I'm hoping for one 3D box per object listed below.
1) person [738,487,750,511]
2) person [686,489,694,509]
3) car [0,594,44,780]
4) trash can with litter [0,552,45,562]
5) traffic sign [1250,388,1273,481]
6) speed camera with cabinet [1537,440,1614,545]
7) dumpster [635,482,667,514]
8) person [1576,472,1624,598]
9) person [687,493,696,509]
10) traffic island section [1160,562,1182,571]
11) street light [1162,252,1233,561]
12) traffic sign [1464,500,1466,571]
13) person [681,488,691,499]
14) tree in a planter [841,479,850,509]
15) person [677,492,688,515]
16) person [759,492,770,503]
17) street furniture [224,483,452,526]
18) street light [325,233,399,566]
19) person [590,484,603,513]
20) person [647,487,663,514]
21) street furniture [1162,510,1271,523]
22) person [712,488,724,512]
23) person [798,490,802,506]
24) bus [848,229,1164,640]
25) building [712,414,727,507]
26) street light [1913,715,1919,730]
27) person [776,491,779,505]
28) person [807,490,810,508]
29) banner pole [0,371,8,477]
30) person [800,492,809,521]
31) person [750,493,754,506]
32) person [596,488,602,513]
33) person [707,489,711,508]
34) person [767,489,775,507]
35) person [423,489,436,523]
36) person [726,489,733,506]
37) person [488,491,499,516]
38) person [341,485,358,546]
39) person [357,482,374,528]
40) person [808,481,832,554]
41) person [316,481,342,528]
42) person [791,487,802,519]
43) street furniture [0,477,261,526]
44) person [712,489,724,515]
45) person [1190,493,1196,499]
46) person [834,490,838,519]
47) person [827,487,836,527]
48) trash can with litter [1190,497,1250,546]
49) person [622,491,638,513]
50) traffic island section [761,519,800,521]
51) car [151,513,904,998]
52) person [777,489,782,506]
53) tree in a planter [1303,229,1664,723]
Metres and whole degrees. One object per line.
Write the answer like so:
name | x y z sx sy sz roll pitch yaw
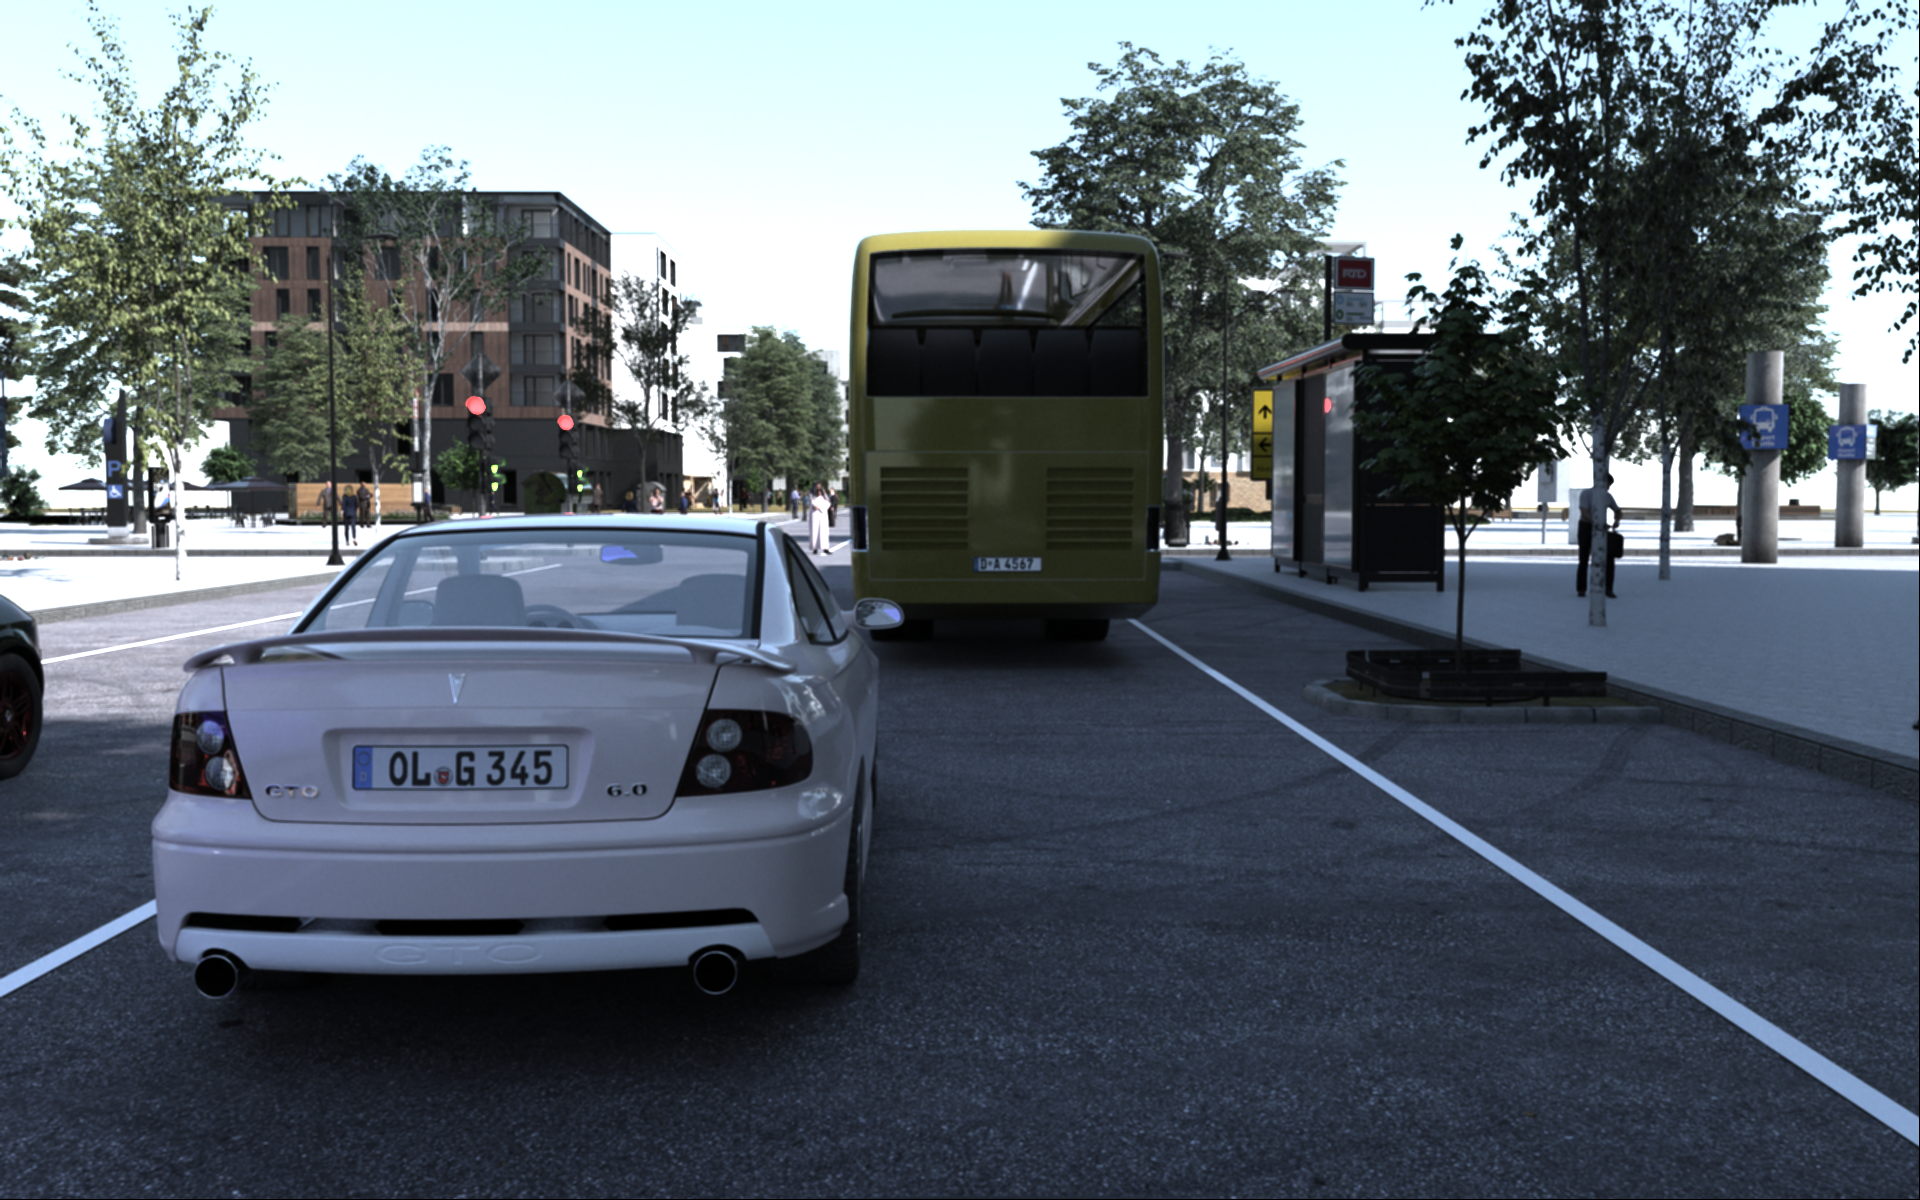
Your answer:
person | -18.294 -8.622 146.972 1.348 1.831 0.705 3 4 37
person | -23.275 -8.713 149.021 0.721 1.766 1.217 2 4 28
car | -5.635 0.151 7.325 2.009 1.686 4.222 0 4 1
trash can with litter | -18.464 -1.354 33.203 1.678 1.210 2.233 2 4 26
traffic sign | 6.707 -2.407 33.223 2.265 3.308 0.079 0 4 3
speed camera with cabinet | 15.695 -3.048 44.173 0.660 3.252 2.038 -2 4 -28
dumpster | -14.501 -4.610 81.137 1.264 1.857 1.865 0 4 -1
person | 7.986 -0.814 21.570 0.614 1.554 0.590 -1 4 -11
person | -22.698 -8.364 146.051 0.557 1.426 1.065 2 4 33
traffic island section | 3.140 -0.708 33.862 2.009 0.180 2.903 0 4 -1
street light | 4.567 -3.721 33.385 1.470 5.913 1.316 0 4 -1
traffic sign | 8.389 -1.758 28.849 0.768 2.556 0.104 0 4 6
person | -18.973 -6.921 120.009 0.742 1.727 0.445 -1 4 -13
tree in a planter | -10.691 -10.621 170.871 1.991 3.239 1.994 0 4 -1
person | -10.073 -3.172 63.052 0.600 1.496 0.574 2 4 34
person | -16.208 -8.382 143.099 1.348 1.822 0.705 3 5 44
street furniture | -24.729 -4.070 73.401 11.010 1.723 9.812 -2 4 -31
street light | -10.679 -3.572 30.944 1.470 5.913 1.316 0 4 -1
person | -16.551 -4.404 78.740 0.565 1.739 0.600 -3 5 -42
person | -9.439 -2.680 53.779 0.517 1.644 0.566 2 4 34
street furniture | 12.879 -3.897 79.335 10.072 0.657 5.734 0 4 -4
person | -17.612 -7.224 124.817 0.551 1.740 0.621 2 4 25
person | -17.503 -11.088 188.246 0.530 1.710 0.541 -3 5 -41
bus | 0.196 -1.729 19.824 2.896 3.916 12.252 0 4 -2
building | -38.309 -14.349 176.751 28.070 9.664 9.099 0 4 -1
street light | 4.843 -2.249 9.311 1.470 5.913 1.316 0 4 -1
person | -20.518 -11.438 195.609 0.705 1.812 1.348 -2 4 -32
person | -13.902 -9.310 159.052 0.721 1.735 1.217 -3 5 -41
banner pole | -17.204 -2.485 30.650 0.401 3.779 0.863 1 4 20
person | -8.163 -4.914 91.062 0.429 1.552 0.499 0 4 2
person | -21.501 -10.559 179.485 0.445 1.727 0.742 -2 4 -24
person | -23.218 -6.377 111.233 0.541 1.710 0.530 -2 4 -27
person | -22.569 -9.083 155.286 0.721 1.736 1.217 0 4 -4
person | -19.443 -10.372 175.616 1.348 1.826 0.705 0 4 3
person | -20.684 -3.573 67.152 0.600 1.496 0.574 2 4 25
person | -25.258 -11.174 188.878 1.348 1.807 0.705 2 4 28
person | -27.631 -5.747 102.541 0.613 1.512 0.480 -2 4 -25
person | -15.101 -2.102 42.947 0.613 1.512 0.480 3 4 37
person | -22.361 -3.575 65.177 0.600 1.739 0.565 0 4 0
person | -3.383 -1.969 41.355 0.551 1.740 0.621 -3 5 -42
person | -23.665 -3.576 65.058 0.990 1.755 0.434 -2 4 -31
person | -9.386 -5.600 99.921 0.599 1.838 0.709 -3 5 -41
street furniture | -42.141 -4.705 81.954 14.083 1.986 27.439 -1 4 -10
person | -14.986 -6.070 107.158 0.662 1.594 0.647 -3 5 -40
person | 16.180 -7.181 123.430 1.348 1.826 0.705 -1 4 -15
person | -7.223 -5.504 99.965 0.415 1.643 0.593 1 4 12
person | -5.744 -4.046 75.447 0.742 1.727 0.445 1 4 18
trash can with litter | 6.470 -1.995 43.678 1.678 1.210 2.233 0 4 7
person | -10.138 -2.571 53.086 0.480 1.512 0.613 0 3 0
traffic island section | -9.737 -4.366 94.257 1.991 0.108 1.994 0 4 -1
car | -1.250 0.364 6.415 2.083 1.381 4.827 0 4 -2
person | -18.585 -10.575 178.959 0.705 1.823 1.348 1 4 13
tree in a planter | 3.411 -0.887 11.732 1.991 3.239 1.994 0 4 -1
